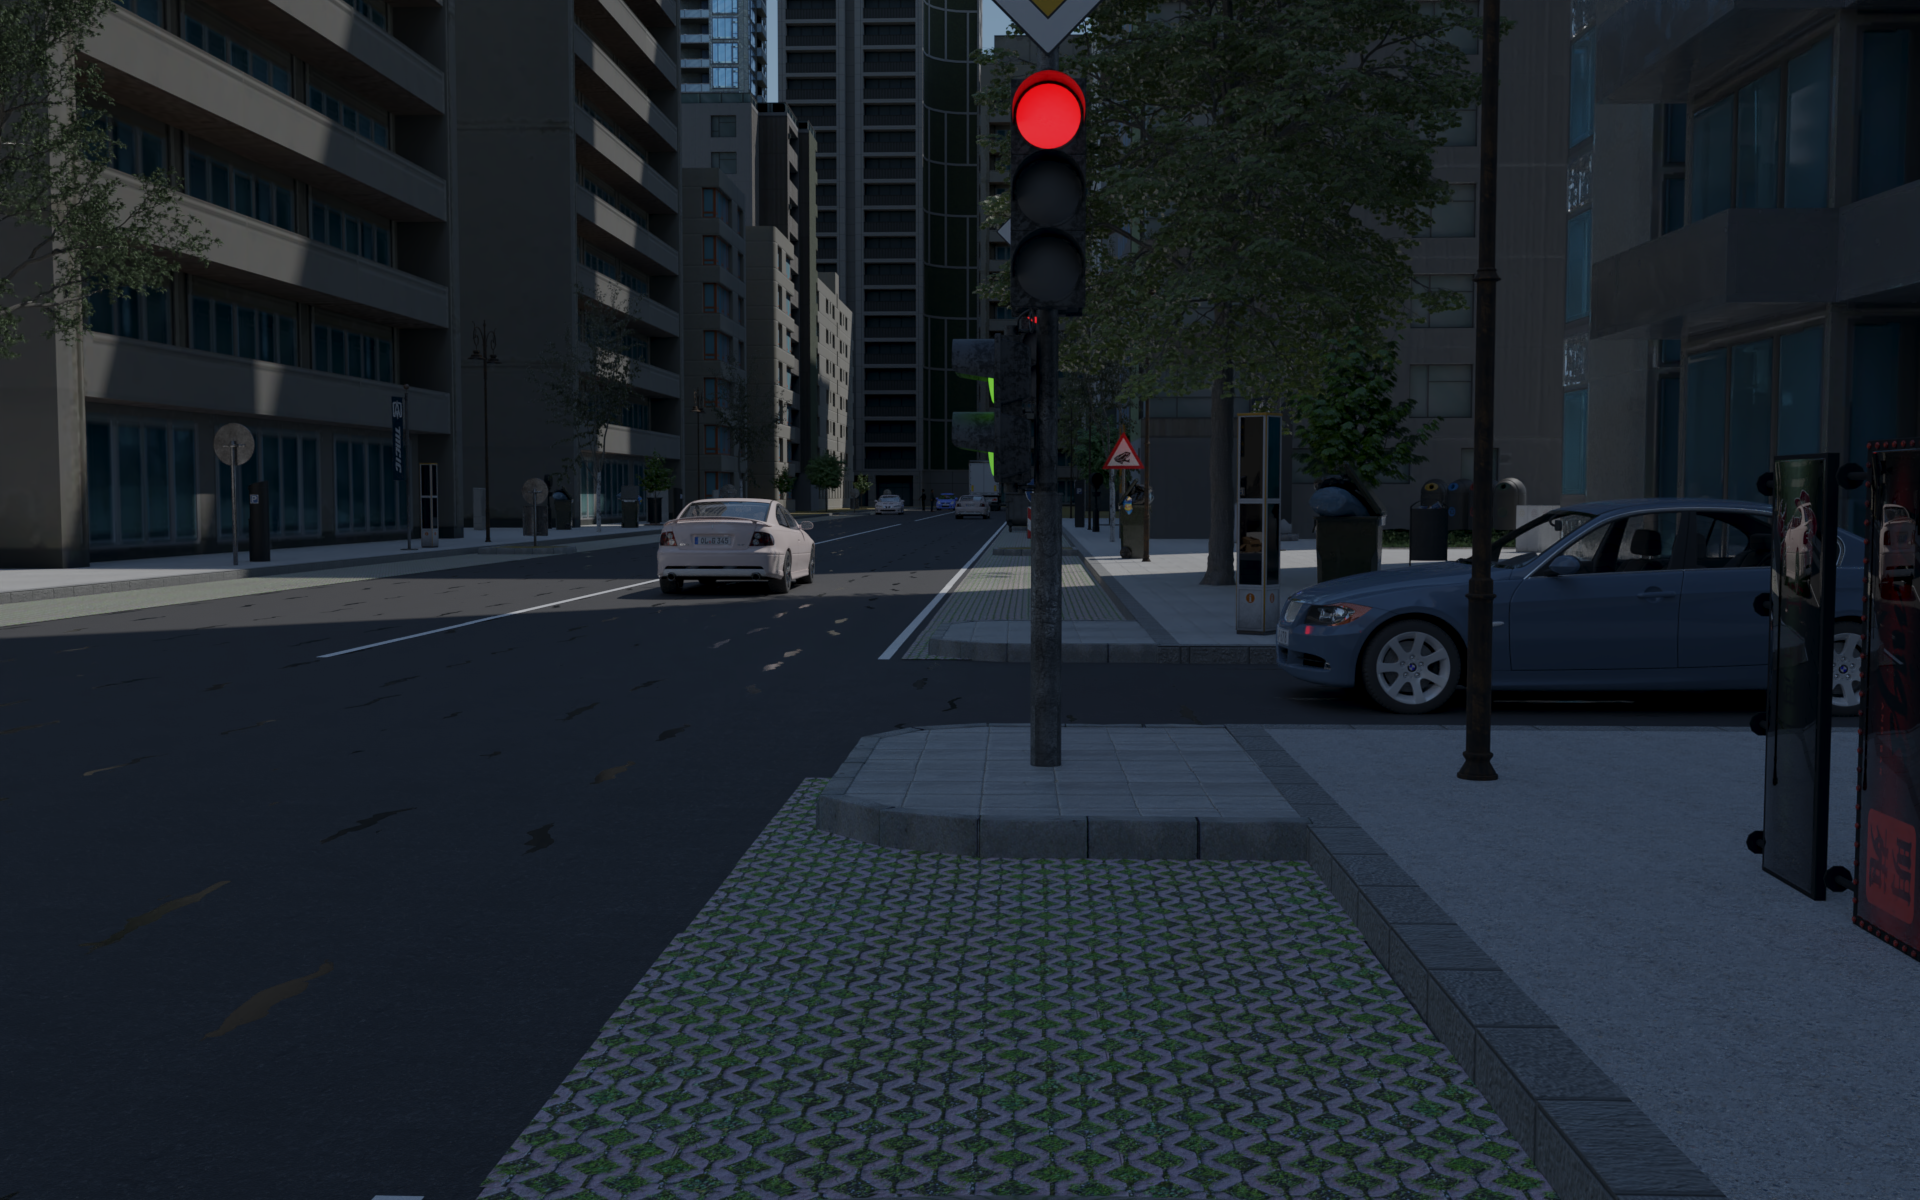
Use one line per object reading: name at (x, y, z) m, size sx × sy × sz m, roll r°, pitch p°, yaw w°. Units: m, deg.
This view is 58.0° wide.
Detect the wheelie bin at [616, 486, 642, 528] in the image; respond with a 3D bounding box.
wheelie bin at (-12.540, -3.536, 65.718) m, size 0.980 × 1.594 × 0.693 m, roll 0°, pitch 4°, yaw -5°

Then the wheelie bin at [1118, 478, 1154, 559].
wheelie bin at (3.513, -1.631, 34.579) m, size 0.693 × 1.594 × 0.980 m, roll 1°, pitch 4°, yaw 9°

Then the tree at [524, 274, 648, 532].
tree at (-12.293, -6.596, 58.207) m, size 4.360 × 8.622 × 3.978 m, roll 0°, pitch 3°, yaw 0°

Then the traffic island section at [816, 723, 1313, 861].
traffic island section at (0.428, 0.861, 8.206) m, size 2.009 × 0.180 × 2.903 m, roll 0°, pitch 4°, yaw 2°

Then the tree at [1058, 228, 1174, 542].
tree at (3.890, -5.848, 45.978) m, size 4.360 × 8.622 × 3.978 m, roll 0°, pitch 3°, yaw 0°

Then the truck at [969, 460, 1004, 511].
truck at (2.264, -9.815, 149.389) m, size 2.839 × 4.237 × 11.283 m, roll 0°, pitch 4°, yaw 3°

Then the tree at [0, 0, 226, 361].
tree at (-14.479, -5.507, 24.455) m, size 8.767 × 10.594 × 7.601 m, roll 1°, pitch 4°, yaw 16°

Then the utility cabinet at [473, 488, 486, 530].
utility cabinet at (-17.067, -3.243, 61.705) m, size 0.318 × 1.500 × 1.173 m, roll 0°, pitch 4°, yaw -5°

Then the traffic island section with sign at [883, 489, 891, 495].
traffic island section with sign at (-6.062, -8.363, 145.368) m, size 1.989 × 1.847 × 2.006 m, roll 0°, pitch 4°, yaw 2°

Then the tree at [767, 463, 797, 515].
tree at (-10.675, -6.806, 105.873) m, size 1.663 × 3.219 × 1.824 m, roll 0°, pitch 3°, yaw 0°

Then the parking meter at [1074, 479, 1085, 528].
parking meter at (4.583, -3.719, 66.509) m, size 0.399 × 1.863 × 0.255 m, roll 1°, pitch 4°, yaw 14°

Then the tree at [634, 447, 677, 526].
tree at (-12.552, -4.659, 70.771) m, size 1.663 × 3.219 × 1.824 m, roll 0°, pitch 3°, yaw 0°

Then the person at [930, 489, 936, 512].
person at (-2.193, -7.948, 138.476) m, size 0.705 × 1.821 × 1.348 m, roll 1°, pitch 4°, yaw 13°

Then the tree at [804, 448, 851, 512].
tree at (-9.472, -8.560, 123.670) m, size 4.285 × 4.588 × 4.351 m, roll 0°, pitch 3°, yaw 0°

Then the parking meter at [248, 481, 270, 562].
parking meter at (-13.313, -1.497, 32.892) m, size 0.372 × 1.533 × 0.369 m, roll 0°, pitch 3°, yaw 0°

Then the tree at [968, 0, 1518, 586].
tree at (3.767, -6.508, 24.539) m, size 7.486 × 12.596 × 7.792 m, roll 0°, pitch 3°, yaw 0°

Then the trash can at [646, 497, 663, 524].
trash can at (-13.212, -3.872, 74.954) m, size 0.748 × 1.137 × 0.748 m, roll 0°, pitch 3°, yaw 0°

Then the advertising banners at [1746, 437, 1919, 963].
advertising banners at (2.667, -0.531, 4.870) m, size 0.090 × 3.025 × 2.074 m, roll 0°, pitch 4°, yaw 5°

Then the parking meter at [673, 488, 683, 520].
parking meter at (-11.217, -3.696, 68.839) m, size 0.372 × 1.533 × 0.369 m, roll 0°, pitch 3°, yaw 0°

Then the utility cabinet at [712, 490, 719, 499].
utility cabinet at (-12.337, -4.812, 87.352) m, size 0.318 × 1.500 × 1.173 m, roll -1°, pitch 4°, yaw -11°

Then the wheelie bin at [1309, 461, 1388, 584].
wheelie bin at (3.709, -0.530, 16.571) m, size 0.693 × 1.594 × 0.980 m, roll 1°, pitch 4°, yaw 18°

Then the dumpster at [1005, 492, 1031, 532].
dumpster at (2.599, -3.462, 64.824) m, size 1.865 × 1.857 × 1.264 m, roll 0°, pitch 4°, yaw 3°

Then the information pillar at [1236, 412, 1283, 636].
information pillar at (2.729, -0.693, 15.818) m, size 0.304 × 2.012 × 0.304 m, roll 3°, pitch 4°, yaw 38°

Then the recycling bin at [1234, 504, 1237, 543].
recycling bin at (7.394, -2.005, 45.344) m, size 0.722 × 1.027 × 0.722 m, roll -3°, pitch 5°, yaw -40°

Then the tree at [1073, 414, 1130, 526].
tree at (6.122, -5.341, 71.031) m, size 4.285 × 4.588 × 4.351 m, roll 0°, pitch 3°, yaw 0°

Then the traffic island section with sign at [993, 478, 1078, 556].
traffic island section with sign at (1.772, -1.965, 40.762) m, size 1.989 × 1.847 × 2.006 m, roll 0°, pitch 4°, yaw 2°

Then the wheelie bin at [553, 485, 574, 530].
wheelie bin at (-14.231, -3.316, 62.128) m, size 0.693 × 1.594 × 0.980 m, roll 0°, pitch 4°, yaw -7°

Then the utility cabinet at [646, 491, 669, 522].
utility cabinet at (-13.628, -4.243, 78.050) m, size 0.318 × 1.500 × 1.173 m, roll 2°, pitch 4°, yaw 31°

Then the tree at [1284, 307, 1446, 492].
tree at (4.222, -1.433, 18.037) m, size 1.663 × 3.219 × 1.824 m, roll 0°, pitch 3°, yaw 0°

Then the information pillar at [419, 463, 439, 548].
information pillar at (-12.675, -2.255, 41.355) m, size 0.304 × 2.012 × 0.304 m, roll 1°, pitch 4°, yaw 12°

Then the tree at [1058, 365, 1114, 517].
tree at (6.569, -8.982, 97.216) m, size 4.737 × 8.622 × 4.395 m, roll 0°, pitch 3°, yaw 0°

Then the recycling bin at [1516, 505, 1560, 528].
recycling bin at (12.823, -1.578, 38.347) m, size 0.722 × 1.027 × 0.722 m, roll -2°, pitch 4°, yaw -29°

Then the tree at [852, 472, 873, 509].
tree at (-8.554, -9.422, 148.649) m, size 1.663 × 3.219 × 1.824 m, roll 0°, pitch 3°, yaw 0°

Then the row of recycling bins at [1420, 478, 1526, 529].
row of recycling bins at (13.453, -2.346, 45.472) m, size 1.069 × 1.692 × 3.534 m, roll -2°, pitch 4°, yaw -27°

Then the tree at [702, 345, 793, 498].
tree at (-10.705, -8.323, 86.449) m, size 4.360 × 8.622 × 3.978 m, roll 0°, pitch 3°, yaw 0°

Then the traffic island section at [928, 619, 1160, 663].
traffic island section at (0.758, 0.373, 16.184) m, size 2.009 × 0.180 × 2.903 m, roll 0°, pitch 4°, yaw 2°

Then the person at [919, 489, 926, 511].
person at (-3.094, -8.366, 144.917) m, size 0.705 × 1.869 × 1.348 m, roll 2°, pitch 4°, yaw 24°

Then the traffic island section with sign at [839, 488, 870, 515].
traffic island section with sign at (-7.173, -6.712, 118.363) m, size 1.989 × 1.847 × 2.006 m, roll 0°, pitch 4°, yaw 2°
